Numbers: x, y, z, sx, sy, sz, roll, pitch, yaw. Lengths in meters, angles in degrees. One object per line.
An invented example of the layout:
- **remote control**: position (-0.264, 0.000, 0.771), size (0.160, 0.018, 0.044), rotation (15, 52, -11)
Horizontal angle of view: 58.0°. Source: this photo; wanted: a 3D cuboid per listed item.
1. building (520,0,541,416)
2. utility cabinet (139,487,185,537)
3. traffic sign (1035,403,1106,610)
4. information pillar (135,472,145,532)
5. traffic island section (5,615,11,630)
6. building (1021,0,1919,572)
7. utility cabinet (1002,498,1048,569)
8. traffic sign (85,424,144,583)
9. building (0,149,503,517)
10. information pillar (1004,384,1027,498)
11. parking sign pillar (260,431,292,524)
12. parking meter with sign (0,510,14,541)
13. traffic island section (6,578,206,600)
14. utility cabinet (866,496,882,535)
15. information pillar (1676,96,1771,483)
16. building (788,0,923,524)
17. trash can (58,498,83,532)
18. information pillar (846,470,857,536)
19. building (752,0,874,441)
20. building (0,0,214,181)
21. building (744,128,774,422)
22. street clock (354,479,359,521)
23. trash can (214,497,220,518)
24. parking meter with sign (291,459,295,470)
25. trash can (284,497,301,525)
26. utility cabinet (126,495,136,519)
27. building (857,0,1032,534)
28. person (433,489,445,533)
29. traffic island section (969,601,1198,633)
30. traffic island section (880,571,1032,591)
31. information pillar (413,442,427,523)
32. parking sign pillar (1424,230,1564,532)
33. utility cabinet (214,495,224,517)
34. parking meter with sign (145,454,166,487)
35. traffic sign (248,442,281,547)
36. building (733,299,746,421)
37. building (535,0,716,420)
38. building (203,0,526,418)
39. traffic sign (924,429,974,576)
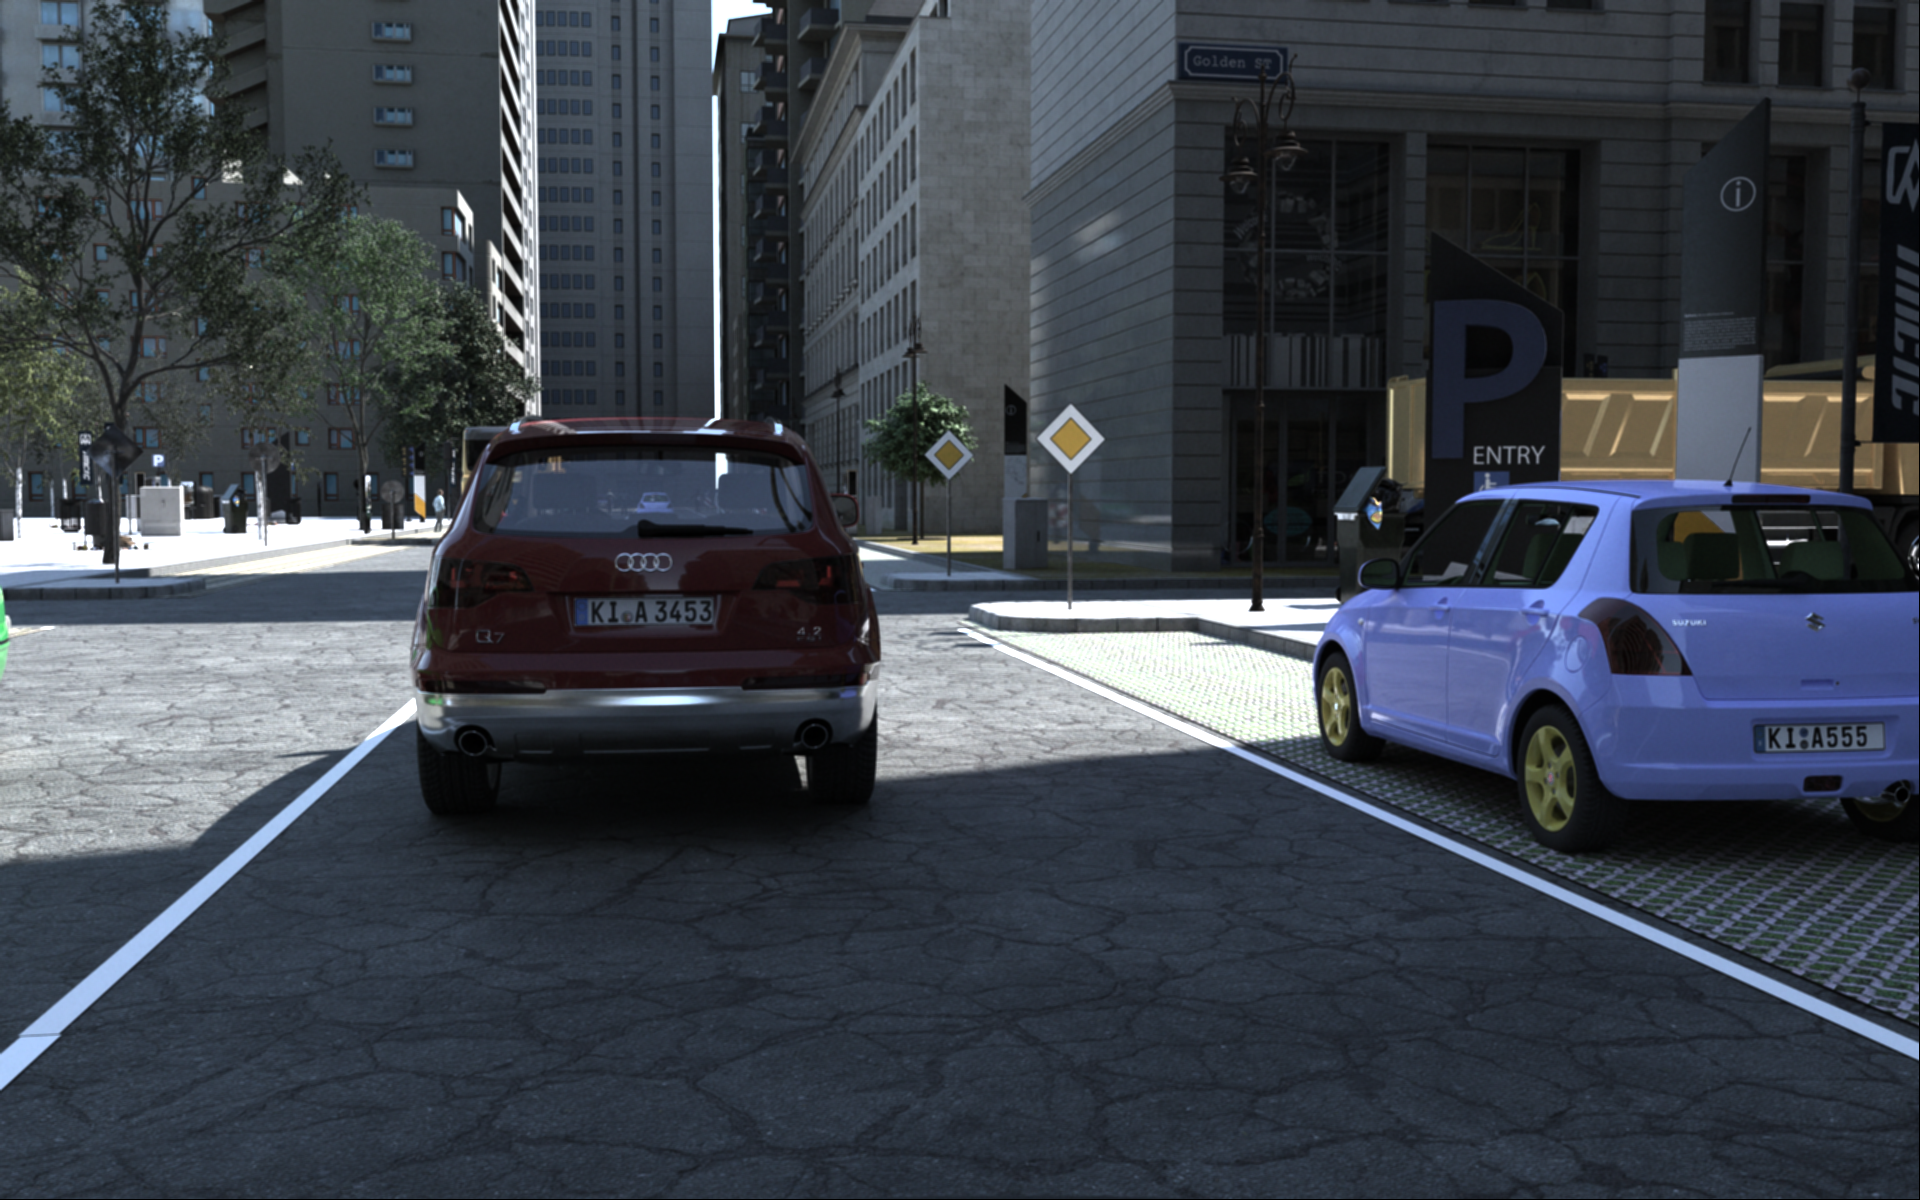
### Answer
- **building**: position (-50.112, -44.123, 159.663), size (20.611, 71.187, 20.563), rotation (-1, 4, -10)
- **utility cabinet**: position (-23.741, -2.621, 51.527), size (1.173, 1.500, 0.318), rotation (0, 4, -3)
- **traffic sign**: position (1.213, -0.946, 19.116), size (0.795, 2.450, 0.064), rotation (-1, 4, -10)
- **information pillar**: position (-27.814, -3.322, 58.803), size (0.304, 2.012, 0.304), rotation (-2, 4, -27)
- **traffic island section**: position (-10.772, 0.318, 17.089), size (2.009, 0.180, 2.903), rotation (-1, 4, -10)
- **building**: position (17.044, -15.778, 35.459), size (29.804, 29.767, 11.434), rotation (-1, 4, -10)
- **utility cabinet**: position (1.139, -1.148, 29.926), size (0.306, 1.237, 1.020), rotation (2, 4, 35)
- **traffic sign**: position (-12.139, -1.300, 24.895), size (0.795, 2.450, 0.064), rotation (-1, 4, -10)
- **building**: position (-44.551, -16.222, 110.262), size (27.650, 21.520, 28.899), rotation (-1, 4, -10)
- **information pillar**: position (1.164, -2.778, 36.778), size (0.504, 3.616, 0.183), rotation (0, 4, 2)
- **parking sign pillar**: position (-29.302, -5.236, 74.083), size (1.447, 3.967, 1.447), rotation (-1, 4, -14)
- **parking meter with sign**: position (-26.342, -3.066, 46.392), size (0.543, 3.016, 1.738), rotation (2, 4, 33)
- **traffic island section**: position (-12.161, -0.163, 24.952), size (2.009, 0.180, 2.903), rotation (-1, 4, -10)
- **utility cabinet**: position (-2.732, -2.672, 54.841), size (0.306, 1.237, 1.020), rotation (1, 4, 11)
- **information pillar**: position (4.607, -1.169, 10.470), size (0.504, 3.616, 0.183), rotation (3, 5, 41)
- **building**: position (0.553, -15.575, 87.939), size (16.112, 22.955, 30.059), rotation (-1, 4, -10)
- **trash can**: position (-29.954, -2.855, 58.332), size (0.748, 1.137, 0.748), rotation (0, 3, 0)
- **information pillar**: position (-3.336, -2.994, 53.436), size (0.304, 2.012, 0.304), rotation (-1, 4, -12)
- **building**: position (-2.731, -28.397, 118.910), size (22.147, 44.769, 28.867), rotation (-1, 4, -10)
- **building**: position (-75.619, -32.643, 153.315), size (30.456, 49.044, 23.786), rotation (-1, 4, -10)
- **building**: position (-10.518, -22.572, 140.749), size (14.160, 30.474, 14.107), rotation (-1, 4, -10)
- **street clock**: position (-28.793, -4.800, 83.053), size (0.471, 2.002, 0.358), rotation (1, 4, 9)
- **trash can**: position (-39.433, -4.884, 91.505), size (0.748, 1.137, 0.748), rotation (0, 3, 0)
- **parking meter with sign**: position (-33.260, -5.425, 84.955), size (0.543, 3.016, 1.738), rotation (0, 4, 5)
- **trash can**: position (-27.864, -3.713, 72.365), size (0.748, 1.137, 0.748), rotation (0, 3, 0)
- **utility cabinet**: position (-41.780, -4.697, 87.963), size (1.020, 1.237, 0.306), rotation (-2, 4, -29)
- **building**: position (2.355, -12.832, 64.559), size (10.420, 20.320, 16.860), rotation (-1, 4, -10)
- **person**: position (-19.250, -3.291, 64.115), size (0.330, 1.601, 0.589), rotation (-3, 5, -44)
- **traffic island section**: position (1.235, 0.189, 19.197), size (2.009, 0.180, 2.903), rotation (-1, 4, -10)
- **traffic island section**: position (-0.154, -0.292, 27.061), size (2.009, 0.180, 2.903), rotation (-1, 4, -10)
- **information pillar**: position (-24.075, -5.250, 77.186), size (0.504, 3.616, 0.183), rotation (-3, 5, -40)
- **parking sign pillar**: position (5.383, -1.774, 17.484), size (1.447, 3.967, 1.447), rotation (1, 4, 21)
- **utility cabinet**: position (-40.649, -5.155, 95.446), size (0.306, 1.237, 1.020), rotation (2, 4, 32)
- **parking meter with sign**: position (-35.138, -4.838, 75.369), size (0.543, 3.016, 1.738), rotation (0, 4, -5)
- **traffic sign**: position (-16.919, -2.571, 42.145), size (0.768, 2.556, 0.104), rotation (0, 4, -5)
- **building**: position (-6.780, -19.484, 163.597), size (27.650, 21.520, 28.899), rotation (-1, 4, -10)
- **building**: position (-41.673, -39.718, 191.391), size (28.212, 58.520, 21.231), rotation (-1, 4, -10)
- **building**: position (-45.824, -31.276, 135.065), size (21.300, 48.544, 21.600), rotation (-1, 4, -10)
- **traffic sign**: position (-0.176, -1.427, 26.979), size (0.795, 2.450, 0.064), rotation (-1, 4, -10)
